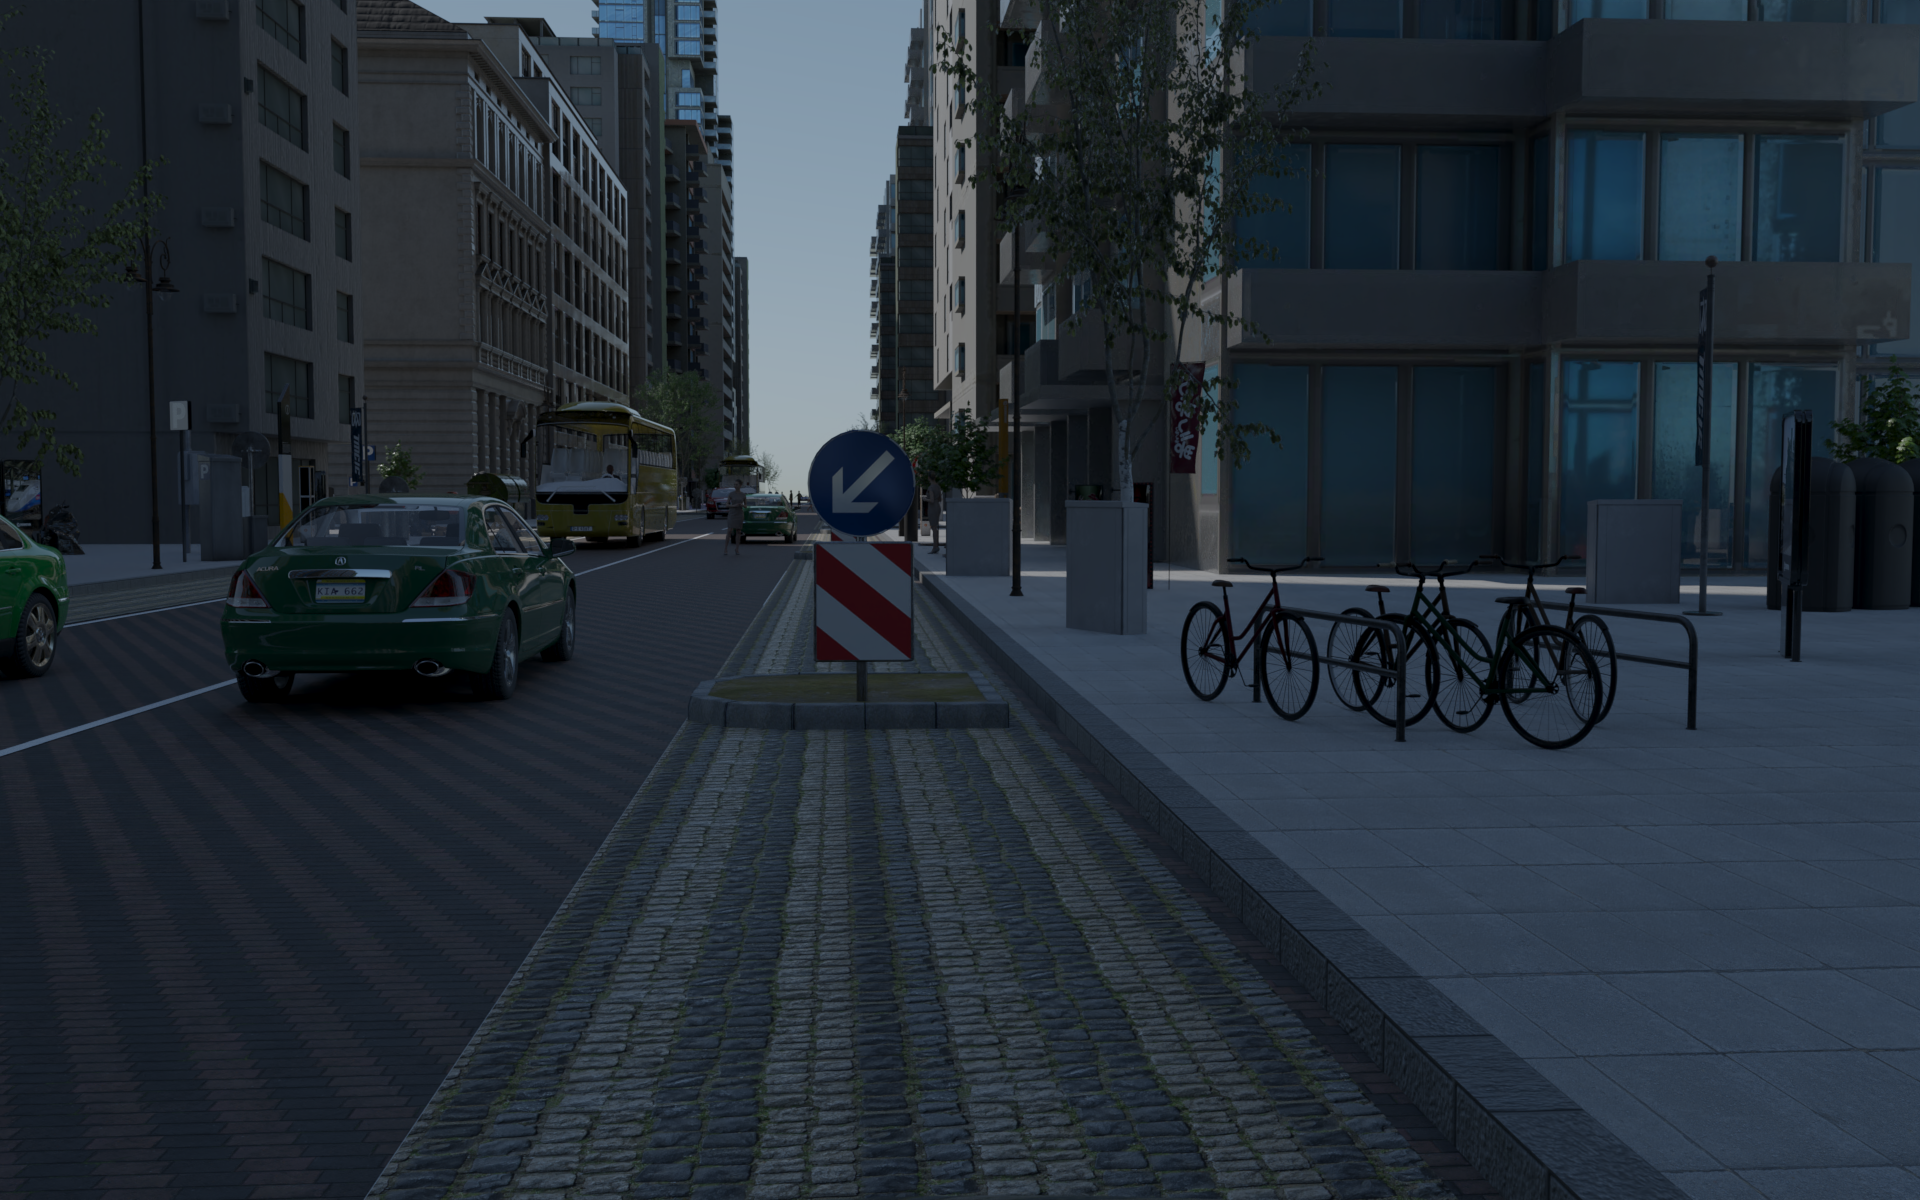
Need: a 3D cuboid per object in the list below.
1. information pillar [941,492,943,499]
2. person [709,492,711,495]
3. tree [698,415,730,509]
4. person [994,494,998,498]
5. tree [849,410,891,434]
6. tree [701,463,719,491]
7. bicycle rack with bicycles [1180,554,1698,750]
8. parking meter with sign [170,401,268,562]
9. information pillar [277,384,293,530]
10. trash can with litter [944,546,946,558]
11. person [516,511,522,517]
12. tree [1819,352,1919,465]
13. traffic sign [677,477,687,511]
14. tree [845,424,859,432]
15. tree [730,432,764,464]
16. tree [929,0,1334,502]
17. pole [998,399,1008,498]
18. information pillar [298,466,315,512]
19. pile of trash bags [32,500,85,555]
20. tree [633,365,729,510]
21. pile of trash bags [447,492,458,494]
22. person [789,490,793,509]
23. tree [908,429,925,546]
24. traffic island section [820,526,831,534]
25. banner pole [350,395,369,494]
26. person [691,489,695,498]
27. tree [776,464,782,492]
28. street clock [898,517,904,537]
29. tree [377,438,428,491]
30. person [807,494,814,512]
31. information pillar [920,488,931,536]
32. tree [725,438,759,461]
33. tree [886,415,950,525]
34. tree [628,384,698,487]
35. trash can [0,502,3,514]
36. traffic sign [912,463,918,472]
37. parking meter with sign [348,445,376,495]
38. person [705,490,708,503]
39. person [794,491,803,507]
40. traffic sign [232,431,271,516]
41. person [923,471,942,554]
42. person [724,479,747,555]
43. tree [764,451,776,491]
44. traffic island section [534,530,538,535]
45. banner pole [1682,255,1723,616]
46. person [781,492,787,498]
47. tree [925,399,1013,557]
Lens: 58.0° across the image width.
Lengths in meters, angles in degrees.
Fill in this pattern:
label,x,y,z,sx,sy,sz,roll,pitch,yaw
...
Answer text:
label,x,y,z,sx,sy,sz,roll,pitch,yaw
information pillar,-1.525,-8.454,129.580,0.504,3.616,0.183,0,4,-3
person,-26.951,-11.162,188.617,1.350,1.814,0.705,0,4,-1
tree,-23.082,-12.420,153.434,4.360,8.622,3.978,0,3,0
person,1.254,-2.794,56.011,0.394,1.301,0.425,-2,4,-33
tree,-7.935,-12.291,151.328,4.737,8.622,4.395,0,3,0
tree,-25.361,-12.049,180.710,4.285,4.588,4.351,0,3,0
bicycle rack with bicycles,2.822,0.216,9.843,2.852,0.926,2.925,-1,4,-14
parking meter with sign,-14.158,-2.260,33.211,0.543,3.016,1.738,2,4,32
information pillar,-14.266,-2.769,36.629,0.183,3.616,0.504,0,4,1
trash can with litter,0.036,-1.349,33.441,0.624,1.170,1.055,1,4,9
person,-5.001,-0.363,19.112,0.352,1.250,0.332,-1,4,-13
tree,12.697,-1.787,23.818,1.663,3.219,1.824,0,3,0
traffic sign,-21.165,-8.066,131.980,0.768,2.556,0.104,0,4,-2
tree,-13.462,-18.156,231.264,7.601,10.594,8.767,1,4,20
tree,-26.517,-15.609,205.574,4.360,8.622,3.978,0,3,0
tree,1.765,-4.139,18.029,4.360,8.622,3.978,0,3,0
pole,0.932,-2.646,37.111,0.158,3.312,0.155,0,3,0
information pillar,-17.115,-2.502,45.402,0.304,2.012,0.304,0,4,-1
pile of trash bags,-20.006,-1.682,37.250,1.912,1.369,3.447,-2,4,-31
tree,-22.369,-13.019,138.617,9.928,11.665,9.643,0,3,0
pile of trash bags,-21.929,-3.736,70.833,3.447,1.369,1.912,1,4,19
person,-15.600,-9.244,159.741,0.705,1.812,1.348,-1,4,-14
tree,-0.430,-2.971,43.177,1.663,3.219,1.824,0,3,0
traffic island section,-4.079,-2.488,62.959,2.009,0.180,2.903,0,4,-4
banner pole,-15.241,-3.306,44.070,0.863,3.779,0.401,3,4,36
person,-26.118,-10.001,169.584,0.705,1.821,1.348,-1,4,-23
tree,-33.434,-21.652,304.365,4.360,8.622,3.978,0,3,0
street clock,-1.757,-2.922,52.345,0.471,2.002,0.358,-1,4,-13
tree,-19.422,-4.025,60.411,1.663,3.219,1.824,0,3,0
person,-12.212,-8.114,141.263,0.778,1.811,0.616,3,4,37
information pillar,-1.054,-2.964,52.946,0.304,2.012,0.304,0,4,-4
tree,-28.106,-16.562,221.149,4.737,8.622,4.395,0,3,0
tree,-1.678,-5.377,71.621,4.285,4.588,4.351,0,3,0
tree,-20.214,-10.096,115.428,4.360,8.622,3.978,0,3,0
trash can,-17.640,-1.198,31.246,0.748,1.137,0.748,0,3,0
traffic sign,-1.106,-3.298,54.034,0.768,2.556,0.104,0,4,4
parking meter with sign,-21.275,-3.969,61.147,0.543,3.016,1.738,1,4,9
person,-25.093,-10.107,172.109,0.721,1.723,1.217,0,4,8
person,-17.647,-11.078,189.713,1.348,1.812,0.705,3,4,36
traffic sign,-14.347,-2.138,35.068,0.768,2.556,0.104,0,4,-4
person,-0.590,-1.877,37.072,0.374,1.781,0.599,2,4,23
person,-5.295,-1.957,40.832,0.599,1.781,0.374,-1,4,-18
tree,-33.456,-20.858,291.383,4.360,8.622,3.978,0,3,0
traffic island section,-14.096,-2.445,62.258,2.009,0.180,2.903,0,4,-4
banner pole,7.937,-1.742,18.502,0.401,3.779,0.863,1,4,13
person,-21.337,-12.177,208.270,1.217,1.739,0.721,-3,4,-38
tree,0.274,-2.487,35.264,1.663,3.219,1.824,0,3,0
